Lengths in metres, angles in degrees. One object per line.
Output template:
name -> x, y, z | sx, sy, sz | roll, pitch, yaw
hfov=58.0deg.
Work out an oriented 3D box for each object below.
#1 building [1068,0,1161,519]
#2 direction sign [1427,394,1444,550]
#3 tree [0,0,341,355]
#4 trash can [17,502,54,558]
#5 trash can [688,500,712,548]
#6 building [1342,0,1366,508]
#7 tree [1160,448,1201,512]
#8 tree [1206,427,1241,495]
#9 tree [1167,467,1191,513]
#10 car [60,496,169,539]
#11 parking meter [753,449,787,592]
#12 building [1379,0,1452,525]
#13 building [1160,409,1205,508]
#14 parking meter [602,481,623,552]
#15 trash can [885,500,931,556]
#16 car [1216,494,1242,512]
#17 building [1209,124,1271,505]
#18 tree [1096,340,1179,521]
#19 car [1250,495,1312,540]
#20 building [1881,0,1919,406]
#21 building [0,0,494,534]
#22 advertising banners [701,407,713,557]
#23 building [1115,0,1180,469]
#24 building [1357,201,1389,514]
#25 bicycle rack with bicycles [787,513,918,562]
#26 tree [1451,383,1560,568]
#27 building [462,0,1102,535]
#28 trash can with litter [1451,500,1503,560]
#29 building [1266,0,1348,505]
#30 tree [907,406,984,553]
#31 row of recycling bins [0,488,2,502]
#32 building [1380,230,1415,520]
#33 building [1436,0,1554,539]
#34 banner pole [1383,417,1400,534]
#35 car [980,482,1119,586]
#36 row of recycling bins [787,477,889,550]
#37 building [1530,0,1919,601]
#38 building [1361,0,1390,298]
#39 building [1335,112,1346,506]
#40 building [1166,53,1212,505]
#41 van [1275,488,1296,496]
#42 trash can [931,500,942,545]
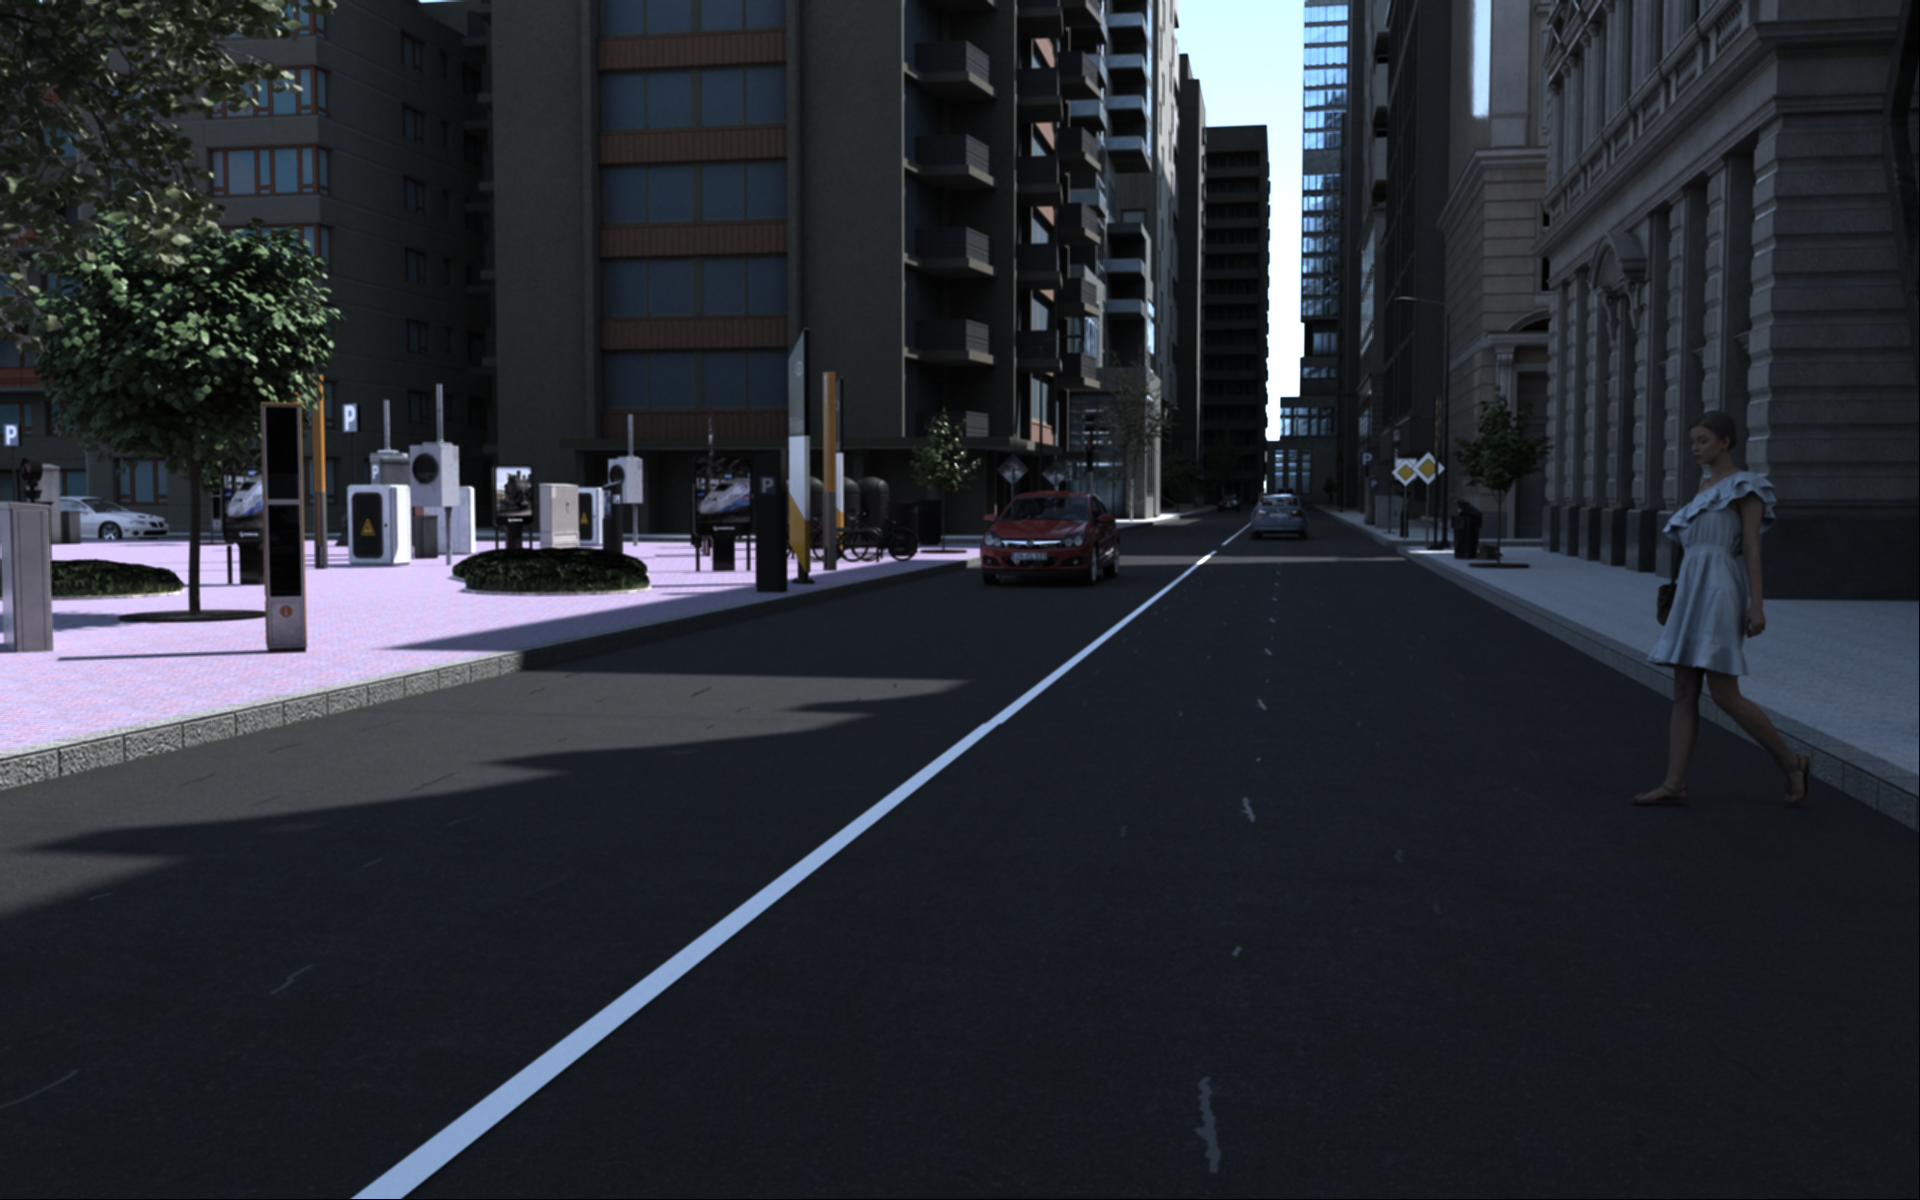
building -> 1.314, -48.313, 102.584 | 22.319, 86.520, 31.000 | 1, 4, 11
direction sign -> 10.932, -2.919, 39.723 | 0.379, 3.537, 0.876 | 1, 4, 22
tree -> -7.170, -5.550, 8.862 | 7.486, 12.596, 7.792 | 0, 3, 0
trash can -> -17.218, -1.254, 32.156 | 0.748, 1.137, 0.748 | 0, 3, 0
trash can -> -6.158, -1.830, 41.578 | 0.748, 1.137, 0.748 | 0, 3, 0
building -> 47.391, -38.098, 164.905 | 21.231, 58.520, 28.212 | 1, 4, 11
tree -> 15.438, -8.543, 123.385 | 4.285, 4.588, 4.351 | 0, 3, 0
tree -> 28.948, -14.723, 191.075 | 4.737, 8.622, 4.395 | 0, 3, 0
tree -> 15.350, -7.692, 120.362 | 1.663, 3.219, 1.824 | 0, 3, 0
car -> -25.853, -2.380, 51.274 | 4.827, 1.381, 2.083 | 1, 4, 11
parking meter -> -2.488, -1.040, 22.709 | 0.399, 1.863, 0.255 | 1, 4, 15
building -> 25.577, -17.058, 72.399 | 14.314, 27.812, 24.014 | 1, 4, 11
building -> 7.073, -29.018, 166.318 | 32.217, 40.220, 23.993 | 1, 4, 11
parking meter -> -6.574, -1.490, 32.770 | 0.372, 1.533, 0.369 | 0, 3, 0
trash can -> -1.189, -1.492, 36.046 | 0.748, 1.137, 0.748 | 0, 3, 0
car -> 21.539, -7.884, 138.688 | 2.009, 1.686, 4.222 | 1, 4, 10
building -> 28.054, -36.398, 218.812 | 21.600, 48.544, 21.300 | 1, 4, 11
tree -> 8.391, -8.152, 83.650 | 4.360, 8.622, 3.978 | 0, 3, 0
car -> 10.343, -2.688, 55.949 | 2.014, 1.417, 4.499 | 1, 4, 12
building -> 15.385, -8.730, 10.184 | 16.820, 18.784, 16.811 | 1, 4, 11
building -> -32.161, -13.869, 71.791 | 28.899, 21.520, 27.650 | 1, 4, 11
advertising banners -> -5.248, -2.429, 35.903 | 0.090, 3.025, 2.074 | -1, 4, -14
building -> 3.536, -33.706, 140.335 | 28.713, 52.752, 27.495 | 1, 4, 11
building -> 31.102, -16.115, 112.630 | 9.793, 20.994, 18.267 | 1, 4, 11
bicycle rack with bicycles -> -2.270, -1.218, 33.299 | 2.925, 0.926, 2.852 | 0, 4, 1
tree -> 9.367, -2.192, 30.436 | 1.663, 3.219, 1.824 | 0, 3, 0
building -> -6.347, -25.208, 66.771 | 22.147, 44.769, 28.867 | 1, 4, 11
trash can with litter -> 10.200, -1.389, 34.094 | 0.624, 1.170, 1.055 | -3, 4, -37
building -> 53.988, -55.082, 213.257 | 31.000, 86.520, 22.319 | 1, 4, 11
tree -> -0.245, -2.651, 37.951 | 1.663, 3.219, 1.824 | 0, 3, 0
row of recycling bins -> -26.356, -2.267, 44.181 | 3.534, 1.692, 1.069 | -1, 4, -12
building -> 28.657, -14.034, 94.076 | 10.561, 19.102, 19.286 | 1, 4, 11
building -> 25.421, -16.323, 52.783 | 20.117, 28.700, 13.634 | 1, 4, 11
banner pole -> 14.044, -4.042, 56.102 | 0.401, 3.779, 0.863 | -1, 4, -13
car -> 1.537, -1.197, 28.609 | 2.155, 1.783, 4.494 | 1, 4, 12
row of recycling bins -> -3.179, -2.077, 41.078 | 3.534, 1.692, 1.069 | -3, 4, -38
building -> 16.163, -12.213, 28.562 | 11.050, 23.489, 19.941 | 1, 4, 11
building -> 46.137, -33.504, 137.023 | 28.713, 52.752, 27.495 | 1, 4, 11
building -> 48.039, -30.821, 187.509 | 14.154, 41.232, 14.086 | 1, 4, 11
building -> 15.746, -34.639, 190.048 | 21.600, 48.544, 21.300 | 1, 4, 11
van -> 35.221, -11.199, 187.489 | 2.240, 2.365, 5.245 | 1, 4, 10
trash can -> -0.774, -1.956, 43.642 | 0.748, 1.137, 0.748 | 0, 3, 0
